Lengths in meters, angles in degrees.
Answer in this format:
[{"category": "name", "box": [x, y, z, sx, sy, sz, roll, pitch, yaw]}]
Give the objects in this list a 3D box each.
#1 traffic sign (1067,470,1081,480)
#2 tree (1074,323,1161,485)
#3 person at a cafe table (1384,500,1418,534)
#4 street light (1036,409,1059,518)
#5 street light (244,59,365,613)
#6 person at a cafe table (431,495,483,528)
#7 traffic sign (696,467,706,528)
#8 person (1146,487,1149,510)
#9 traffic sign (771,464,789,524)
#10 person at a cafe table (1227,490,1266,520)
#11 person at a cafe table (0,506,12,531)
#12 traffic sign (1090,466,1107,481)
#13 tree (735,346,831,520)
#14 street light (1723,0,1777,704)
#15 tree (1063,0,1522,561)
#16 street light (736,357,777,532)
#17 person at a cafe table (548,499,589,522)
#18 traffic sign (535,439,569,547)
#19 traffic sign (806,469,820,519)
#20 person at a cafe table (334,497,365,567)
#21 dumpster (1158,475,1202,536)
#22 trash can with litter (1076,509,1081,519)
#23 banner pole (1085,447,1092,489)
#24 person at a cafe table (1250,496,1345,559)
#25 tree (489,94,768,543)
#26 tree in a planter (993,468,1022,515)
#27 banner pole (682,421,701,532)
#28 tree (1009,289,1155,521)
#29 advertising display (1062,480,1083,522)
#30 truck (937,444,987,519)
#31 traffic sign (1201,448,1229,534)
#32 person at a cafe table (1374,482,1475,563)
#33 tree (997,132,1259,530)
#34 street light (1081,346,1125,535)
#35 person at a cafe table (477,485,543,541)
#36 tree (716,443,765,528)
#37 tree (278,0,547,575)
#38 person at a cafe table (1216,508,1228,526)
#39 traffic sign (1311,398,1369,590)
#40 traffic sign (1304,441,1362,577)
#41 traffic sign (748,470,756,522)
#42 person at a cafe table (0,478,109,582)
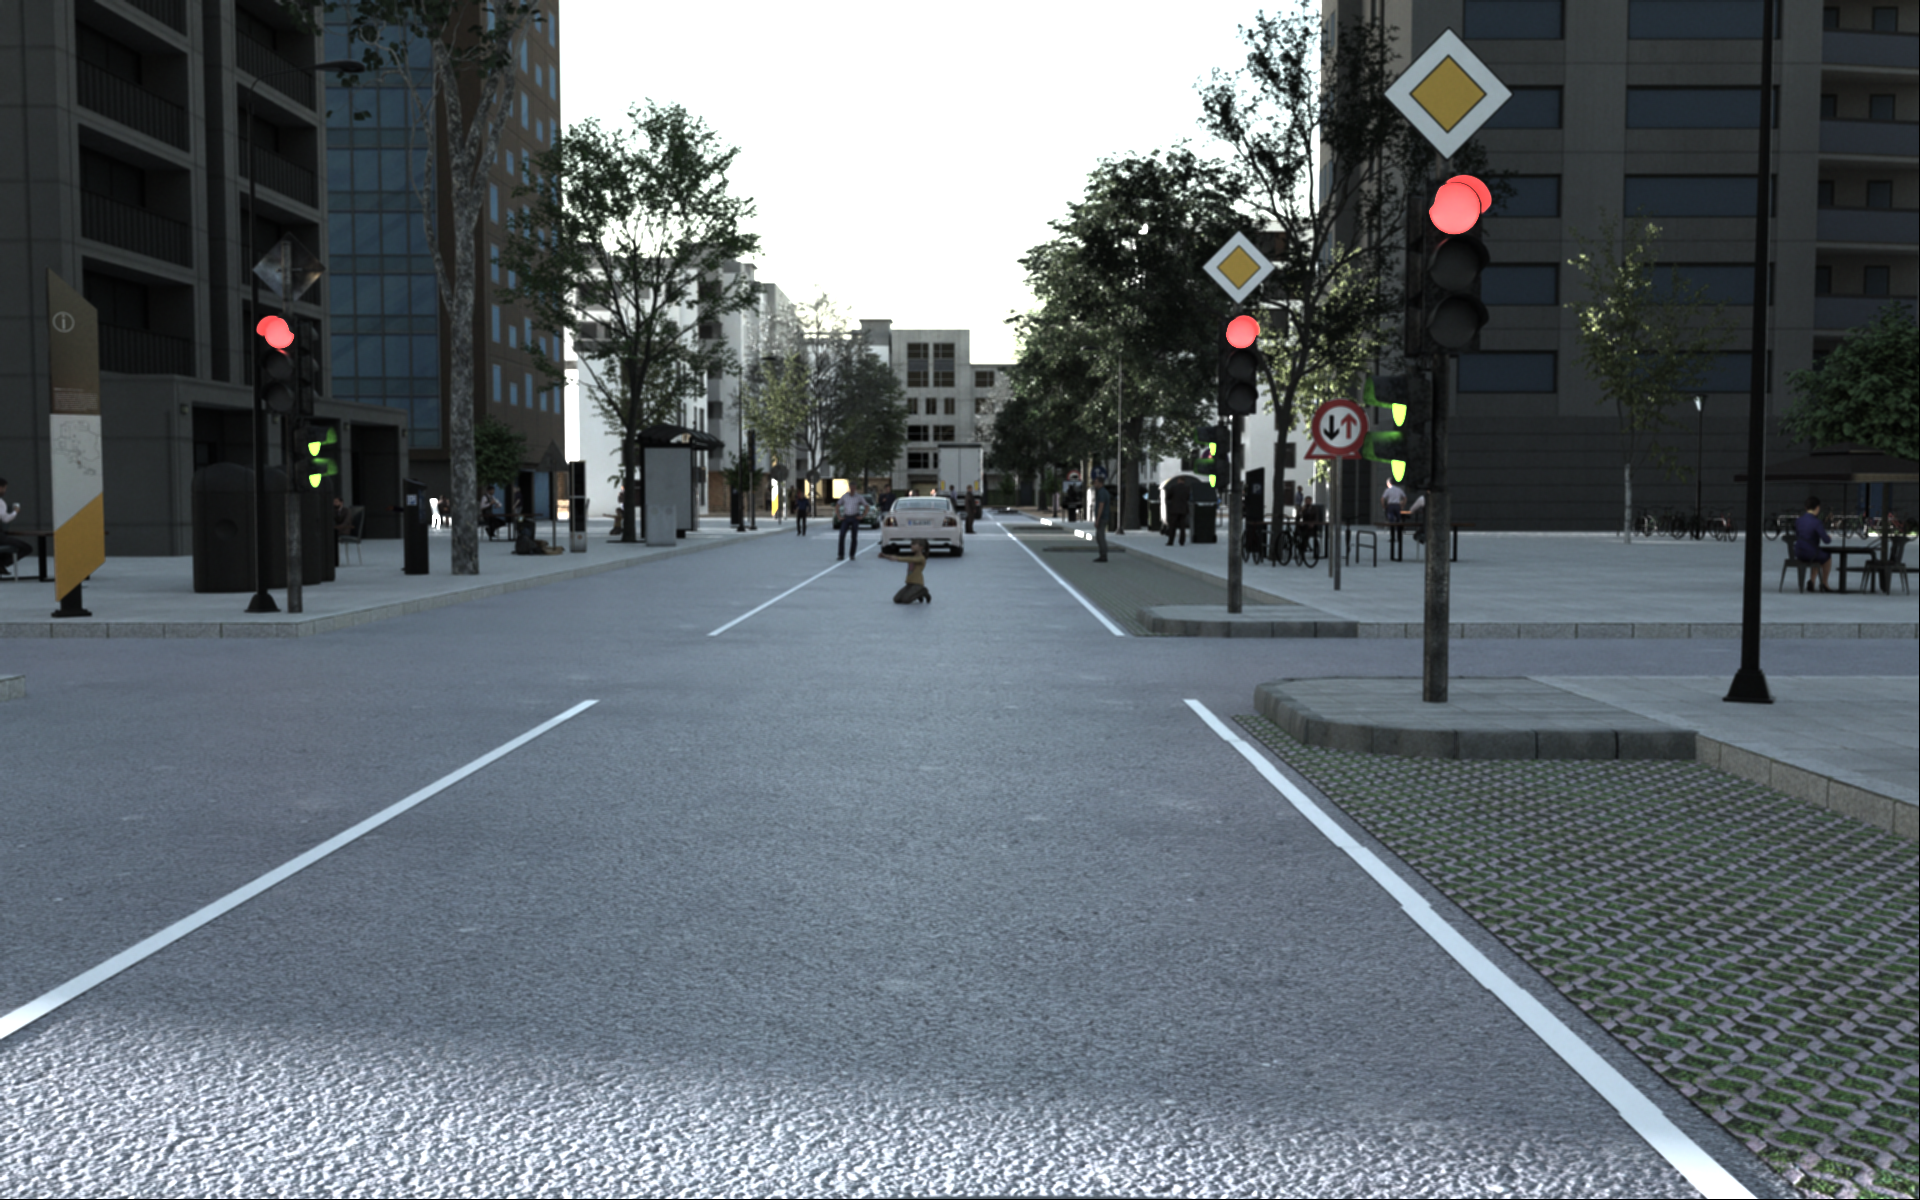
[{"category": "traffic sign", "box": [6.058, -5.615, 91.909, 0.768, 2.556, 0.104, 1, 4, 10]}, {"category": "tree", "box": [6.611, -7.580, 74.303, 4.360, 8.622, 3.978, 0, 3, 0]}, {"category": "person at a cafe table", "box": [14.549, -2.756, 55.915, 1.726, 1.238, 1.698, 3, 4, 37]}, {"category": "street light", "box": [4.624, -7.409, 93.680, 1.470, 5.913, 1.316, 0, 4, 0]}, {"category": "street light", "box": [-7.058, -2.822, 18.683, 1.470, 5.913, 1.316, 0, 4, 0]}, {"category": "person at a cafe table", "box": [-19.150, -3.345, 65.548, 1.698, 1.238, 1.726, 3, 5, 42]}, {"category": "traffic sign", "box": [-9.763, -3.815, 64.501, 0.606, 2.300, 0.079, 0, 4, 2]}, {"category": "person", "box": [12.344, -6.637, 115.233, 0.621, 1.740, 0.551, 1, 4, 19]}, {"category": "traffic sign", "box": [-7.630, -4.476, 73.291, 0.768, 2.556, 0.104, 0, 4, 1]}, {"category": "person at a cafe table", "box": [13.117, -4.344, 79.541, 1.698, 1.524, 1.622, 0, 4, 4]}, {"category": "person at a cafe table", "box": [-18.117, -1.248, 31.265, 1.726, 1.238, 1.698, -1, 4, -17]}, {"category": "traffic sign", "box": [6.278, -4.783, 78.316, 0.768, 2.556, 0.104, 0, 4, 7]}, {"category": "tree", "box": [-8.896, -8.273, 85.629, 4.737, 8.622, 4.395, 0, 3, 0]}, {"category": "street light", "box": [4.366, -2.327, 10.591, 1.470, 5.913, 1.316, 0, 4, 0]}, {"category": "tree", "box": [5.966, -6.009, 32.666, 8.767, 10.594, 7.601, 1, 4, 12]}, {"category": "street light", "box": [-6.897, -5.268, 58.674, 1.470, 5.913, 1.316, 0, 4, 0]}, {"category": "person at a cafe table", "box": [-18.223, -4.289, 80.985, 1.726, 1.238, 1.698, 0, 4, -3]}, {"category": "traffic sign", "box": [-9.674, -2.522, 41.243, 0.884, 2.594, 0.081, 0, 4, 2]}, {"category": "traffic sign", "box": [-7.587, -5.459, 89.360, 0.768, 2.556, 0.104, 1, 4, 9]}, {"category": "person at a cafe table", "box": [-11.408, -1.217, 30.764, 1.698, 1.238, 1.726, 2, 4, 33]}, {"category": "dumpster", "box": [6.848, -2.919, 53.485, 1.264, 1.857, 1.865, 0, 4, 0]}, {"category": "trash can with litter", "box": [5.962, -4.671, 87.422, 1.678, 1.210, 2.233, -1, 4, -13]}, {"category": "banner pole", "box": [6.679, -6.129, 90.226, 0.401, 3.779, 0.863, 3, 4, 37]}, {"category": "person at a cafe table", "box": [6.905, -1.475, 34.976, 1.698, 1.238, 1.726, 2, 4, 29]}, {"category": "tree", "box": [-8.607, -7.317, 45.387, 9.928, 11.665, 9.643, 0, 3, 0]}, {"category": "tree in a planter", "box": [3.306, -7.536, 120.432, 1.991, 3.239, 1.994, 0, 4, 0]}, {"category": "banner pole", "box": [-9.260, -4.251, 59.521, 0.863, 3.779, 0.401, 3, 4, 38]}, {"category": "tree", "box": [5.940, -9.702, 84.390, 9.928, 11.665, 9.643, 0, 3, 0]}, {"category": "advertising display", "box": [5.171, -4.557, 79.726, 0.974, 1.923, 0.123, 1, 4, 16]}, {"category": "truck", "box": [0.107, -6.935, 102.303, 2.839, 4.237, 11.283, 0, 4, 1]}, {"category": "traffic sign", "box": [6.877, -2.856, 46.797, 0.768, 2.556, 0.104, 0, 4, 7]}, {"category": "person at a cafe table", "box": [8.870, -1.489, 32.855, 1.698, 1.524, 1.622, 0, 4, 2]}, {"category": "tree", "box": [6.077, -9.500, 61.981, 9.857, 13.997, 8.962, 0, 3, 0]}, {"category": "street light", "box": [4.511, -5.018, 54.586, 1.470, 5.913, 1.316, 0, 4, 0]}, {"category": "person at a cafe table", "box": [-12.614, -2.392, 47.623, 1.622, 1.524, 1.698, 1, 4, 14]}, {"category": "tree", "box": [-8.113, -4.351, 65.735, 1.663, 3.219, 1.824, 0, 3, 0]}, {"category": "tree", "box": [-6.734, -10.524, 27.960, 12.611, 20.169, 13.585, 0, 3, 0]}, {"category": "person at a cafe table", "box": [9.523, -3.548, 68.873, 1.726, 1.238, 1.698, 2, 4, 29]}, {"category": "traffic sign", "box": [5.038, -1.404, 23.054, 0.768, 2.556, 0.104, 0, 4, 1]}, {"category": "traffic sign", "box": [5.710, -1.626, 26.590, 0.884, 2.594, 0.081, 0, 4, 1]}, {"category": "traffic sign", "box": [-9.740, -4.876, 79.833, 0.768, 2.556, 0.104, 0, 4, 6]}, {"category": "person at a cafe table", "box": [-13.821, -1.039, 25.506, 1.698, 1.524, 1.622, 2, 4, 29]}]
